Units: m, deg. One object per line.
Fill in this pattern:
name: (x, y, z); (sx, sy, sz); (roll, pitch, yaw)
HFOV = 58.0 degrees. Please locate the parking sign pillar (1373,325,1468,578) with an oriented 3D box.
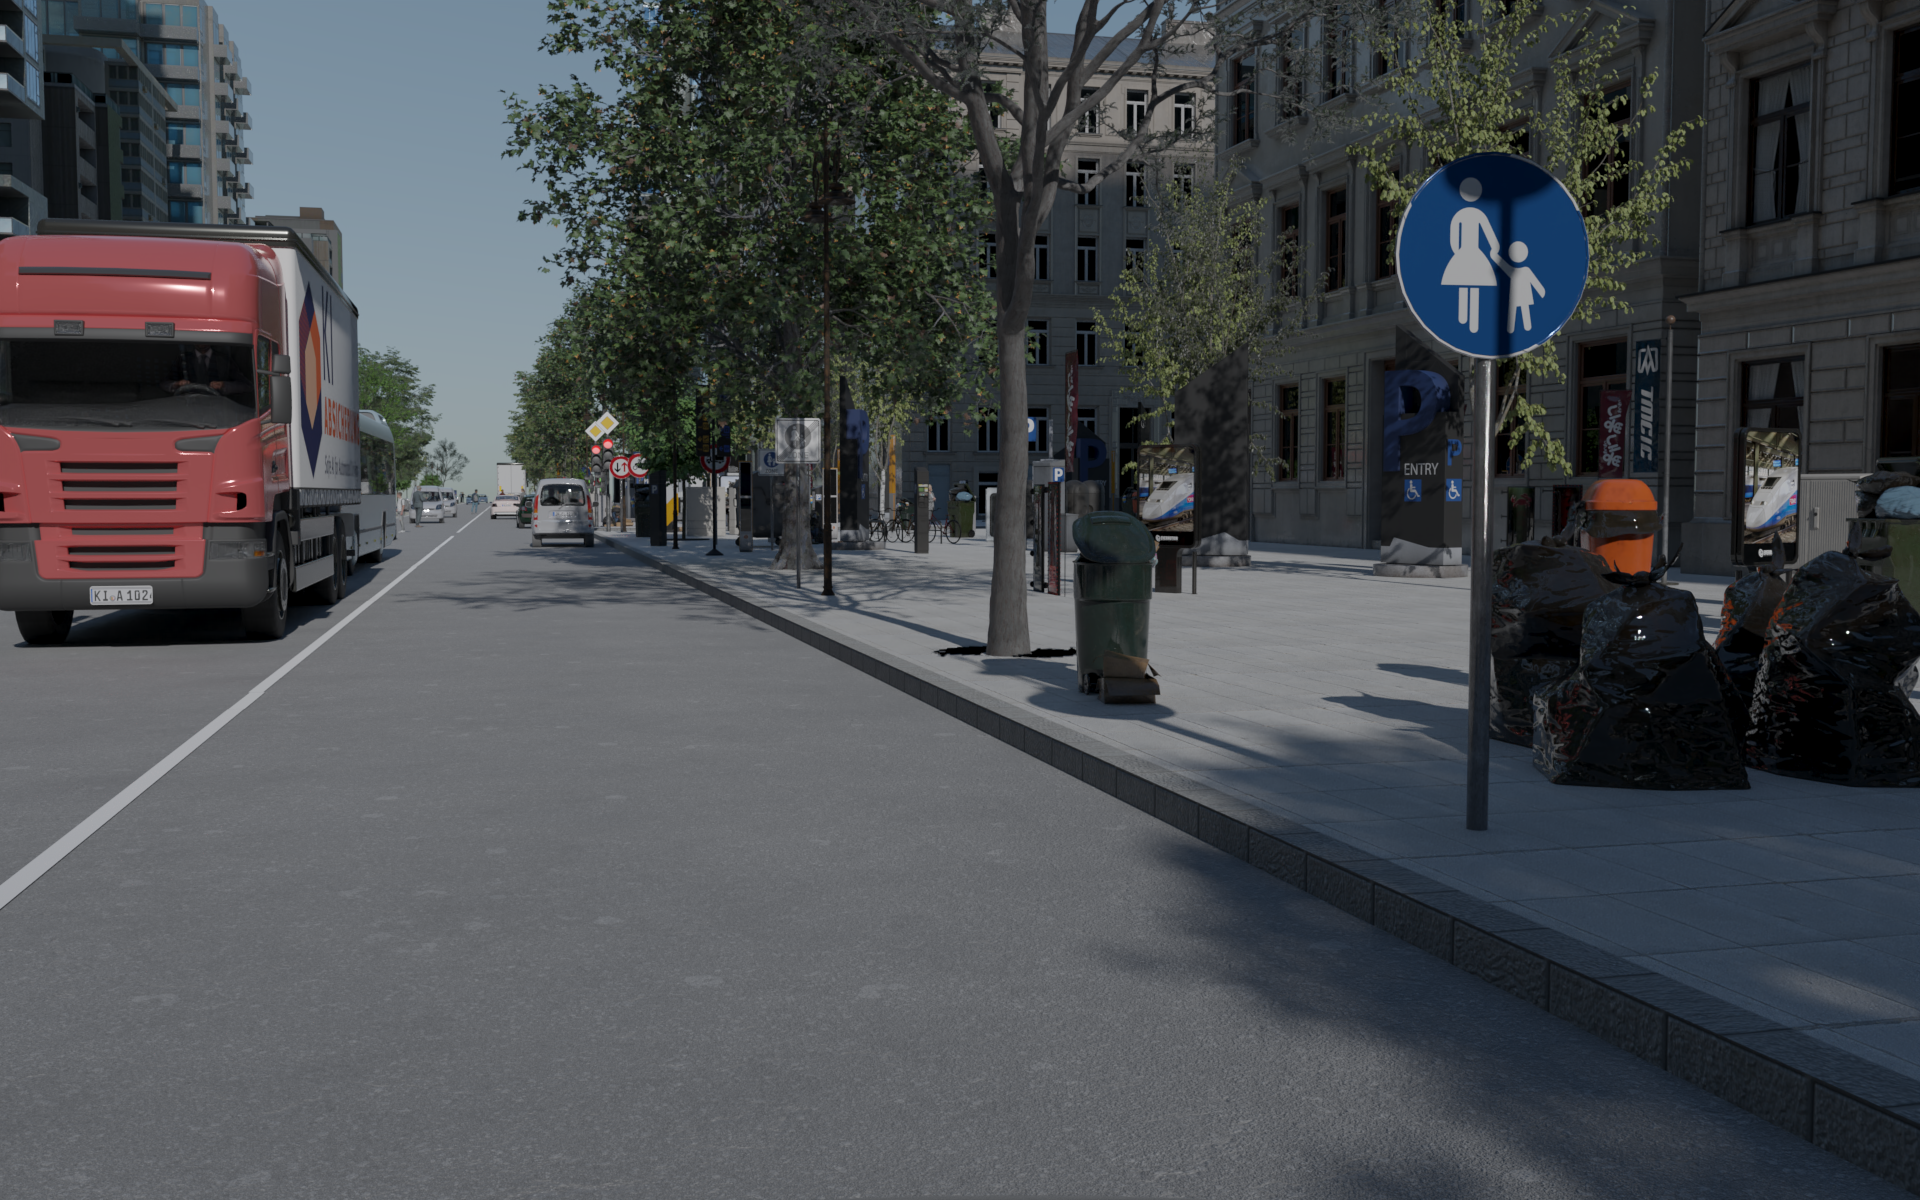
parking sign pillar: (7.218, -2.359, 27.042); (1.447, 3.967, 1.447); (-2, 4, -33)

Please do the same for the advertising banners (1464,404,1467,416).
advertising banners: (8.950, -2.265, 33.216); (2.074, 3.025, 0.090); (-2, 4, -29)

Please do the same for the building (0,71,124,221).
building: (-65.719, -21.168, 117.792); (14.160, 30.474, 14.107); (-1, 4, -15)

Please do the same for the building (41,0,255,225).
building: (-80.883, -33.476, 166.935); (23.786, 49.044, 30.456); (-1, 4, -15)

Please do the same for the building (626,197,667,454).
building: (-42.724, -37.367, 261.057); (14.600, 45.320, 14.200); (-1, 4, -15)

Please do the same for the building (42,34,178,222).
building: (-78.195, -27.397, 139.818); (32.217, 40.220, 23.993); (-1, 4, -15)

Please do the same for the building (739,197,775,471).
building: (-9.002, -21.164, 133.416); (14.401, 28.519, 23.554); (-1, 4, -15)

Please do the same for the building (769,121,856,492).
building: (-4.319, -19.951, 112.105); (13.634, 28.700, 20.117); (-1, 4, -15)

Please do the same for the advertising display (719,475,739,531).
advertising display: (-7.812, -3.323, 59.541); (0.974, 1.923, 0.123); (-2, 4, -29)

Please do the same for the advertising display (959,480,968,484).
advertising display: (0.156, -4.442, 77.843); (0.123, 1.923, 0.974); (-1, 4, -19)

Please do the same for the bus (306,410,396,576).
bus: (-12.513, -2.319, 32.777); (2.948, 3.499, 13.247); (-1, 4, -14)

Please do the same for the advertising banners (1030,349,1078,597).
advertising banners: (1.194, -1.581, 22.030); (0.090, 3.025, 2.074); (-1, 4, -12)

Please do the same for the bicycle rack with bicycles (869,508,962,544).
bicycle rack with bicycles: (-1.702, -1.933, 44.986); (2.852, 0.926, 2.925); (-2, 4, -35)

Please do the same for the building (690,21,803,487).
building: (-14.990, -44.410, 164.363); (20.563, 71.187, 20.611); (-1, 4, -15)

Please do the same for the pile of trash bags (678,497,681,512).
pile of trash bags: (-20.027, -6.804, 121.005); (3.447, 1.369, 1.912); (-2, 4, -26)

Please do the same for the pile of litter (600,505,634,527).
pile of litter: (-13.424, -3.332, 68.450); (1.719, 0.858, 1.176); (-2, 4, -23)

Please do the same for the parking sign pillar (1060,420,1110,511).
parking sign pillar: (4.594, -4.423, 60.796); (1.447, 3.967, 1.447); (-2, 4, -27)

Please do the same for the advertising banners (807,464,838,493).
advertising banners: (-7.171, -5.761, 90.382); (2.074, 3.025, 0.090); (-1, 4, -18)

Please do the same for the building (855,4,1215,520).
building: (7.415, -18.037, 92.173); (25.104, 27.353, 12.463); (-1, 4, -15)

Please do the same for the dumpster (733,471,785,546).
dumpster: (-4.799, -2.229, 42.206); (1.264, 1.857, 1.865); (-1, 4, -15)

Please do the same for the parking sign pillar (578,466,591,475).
parking sign pillar: (-27.205, -8.386, 125.579); (1.447, 3.967, 1.447); (1, 4, 14)

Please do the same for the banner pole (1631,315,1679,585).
banner pole: (9.860, -2.114, 24.585); (0.401, 3.779, 0.863); (-2, 4, -24)

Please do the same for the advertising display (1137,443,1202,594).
advertising display: (2.703, -1.053, 22.425); (0.974, 1.923, 0.123); (3, 5, 45)

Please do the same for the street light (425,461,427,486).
street light: (-67.242, -15.008, 218.165); (0.468, 5.910, 1.993); (-1, 4, -15)

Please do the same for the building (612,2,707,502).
building: (-45.083, -59.373, 283.418); (22.319, 86.520, 31.000); (-1, 4, -15)

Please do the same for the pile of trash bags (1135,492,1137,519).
pile of trash bags: (10.628, -4.621, 85.303); (3.447, 1.369, 1.912); (-3, 5, -42)

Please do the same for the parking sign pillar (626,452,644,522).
parking sign pillar: (-14.682, -5.555, 79.302); (1.447, 3.967, 1.447); (-1, 4, -12)

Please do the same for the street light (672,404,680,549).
street light: (-6.628, -4.122, 40.185); (0.468, 5.910, 1.993); (-1, 4, -15)

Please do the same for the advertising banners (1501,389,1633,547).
advertising banners: (10.198, -2.016, 29.143); (2.074, 3.025, 0.090); (1, 4, 9)

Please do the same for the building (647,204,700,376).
building: (-39.405, -34.487, 247.457); (14.154, 41.232, 14.086); (-1, 4, -15)

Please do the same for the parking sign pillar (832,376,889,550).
parking sign pillar: (-2.443, -3.162, 40.168); (1.447, 3.967, 1.447); (1, 4, 9)

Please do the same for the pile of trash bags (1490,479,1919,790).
pile of trash bags: (3.703, 0.041, 9.075); (1.912, 1.369, 3.447); (1, 4, 9)

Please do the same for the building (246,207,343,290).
building: (-104.739, -38.068, 272.524); (14.600, 45.320, 14.200); (-1, 4, -15)

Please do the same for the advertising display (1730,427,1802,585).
advertising display: (7.879, -0.717, 16.935); (0.974, 1.923, 0.123); (-2, 4, -33)

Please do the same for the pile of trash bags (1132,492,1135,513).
pile of trash bags: (11.688, -7.411, 130.928); (1.912, 1.369, 3.447); (-1, 4, -17)

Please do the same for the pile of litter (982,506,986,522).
pile of litter: (1.590, -4.034, 79.924); (1.176, 0.858, 1.719); (0, 4, 4)

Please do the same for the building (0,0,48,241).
building: (-57.714, -47.102, 82.788); (22.319, 86.520, 31.000); (-1, 4, -15)

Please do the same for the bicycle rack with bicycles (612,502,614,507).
bicycle rack with bicycles: (-22.507, -5.841, 108.887); (2.852, 0.926, 2.925); (-1, 4, -9)

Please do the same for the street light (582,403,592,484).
street light: (-17.688, -6.689, 82.148); (0.468, 5.910, 1.993); (-1, 4, -15)

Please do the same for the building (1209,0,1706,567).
building: (14.475, -12.478, 40.168); (11.583, 22.565, 21.152); (-1, 4, -15)

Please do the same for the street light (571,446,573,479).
street light: (-22.610, -7.834, 100.881); (0.468, 5.910, 1.993); (-1, 4, -15)

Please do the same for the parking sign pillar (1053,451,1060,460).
parking sign pillar: (4.986, -5.646, 80.783); (1.447, 3.967, 1.447); (0, 4, -3)

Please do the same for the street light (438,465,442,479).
street light: (-77.045, -17.290, 255.472); (0.468, 5.910, 1.993); (-1, 4, -15)

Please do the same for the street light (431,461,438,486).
street light: (-72.067, -16.137, 236.632); (0.468, 5.910, 1.993); (-1, 4, -15)

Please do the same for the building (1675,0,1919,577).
building: (18.484, -9.492, 19.820); (10.561, 19.102, 19.286); (-1, 4, -15)

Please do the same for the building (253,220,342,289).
building: (-100.315, -35.206, 259.213); (14.154, 41.232, 14.086); (-1, 4, -15)

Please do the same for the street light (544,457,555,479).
street light: (-37.046, -11.215, 156.149); (0.468, 5.910, 1.993); (-1, 4, -15)

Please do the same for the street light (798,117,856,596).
street light: (-1.673, -2.995, 21.759); (0.468, 5.910, 1.993); (-1, 4, -15)

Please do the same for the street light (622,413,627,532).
street light: (-11.396, -5.252, 58.660); (0.468, 5.910, 1.993); (-1, 4, -15)

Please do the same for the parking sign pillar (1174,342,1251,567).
parking sign pillar: (4.513, -2.605, 31.066); (1.447, 3.967, 1.447); (1, 4, 16)
